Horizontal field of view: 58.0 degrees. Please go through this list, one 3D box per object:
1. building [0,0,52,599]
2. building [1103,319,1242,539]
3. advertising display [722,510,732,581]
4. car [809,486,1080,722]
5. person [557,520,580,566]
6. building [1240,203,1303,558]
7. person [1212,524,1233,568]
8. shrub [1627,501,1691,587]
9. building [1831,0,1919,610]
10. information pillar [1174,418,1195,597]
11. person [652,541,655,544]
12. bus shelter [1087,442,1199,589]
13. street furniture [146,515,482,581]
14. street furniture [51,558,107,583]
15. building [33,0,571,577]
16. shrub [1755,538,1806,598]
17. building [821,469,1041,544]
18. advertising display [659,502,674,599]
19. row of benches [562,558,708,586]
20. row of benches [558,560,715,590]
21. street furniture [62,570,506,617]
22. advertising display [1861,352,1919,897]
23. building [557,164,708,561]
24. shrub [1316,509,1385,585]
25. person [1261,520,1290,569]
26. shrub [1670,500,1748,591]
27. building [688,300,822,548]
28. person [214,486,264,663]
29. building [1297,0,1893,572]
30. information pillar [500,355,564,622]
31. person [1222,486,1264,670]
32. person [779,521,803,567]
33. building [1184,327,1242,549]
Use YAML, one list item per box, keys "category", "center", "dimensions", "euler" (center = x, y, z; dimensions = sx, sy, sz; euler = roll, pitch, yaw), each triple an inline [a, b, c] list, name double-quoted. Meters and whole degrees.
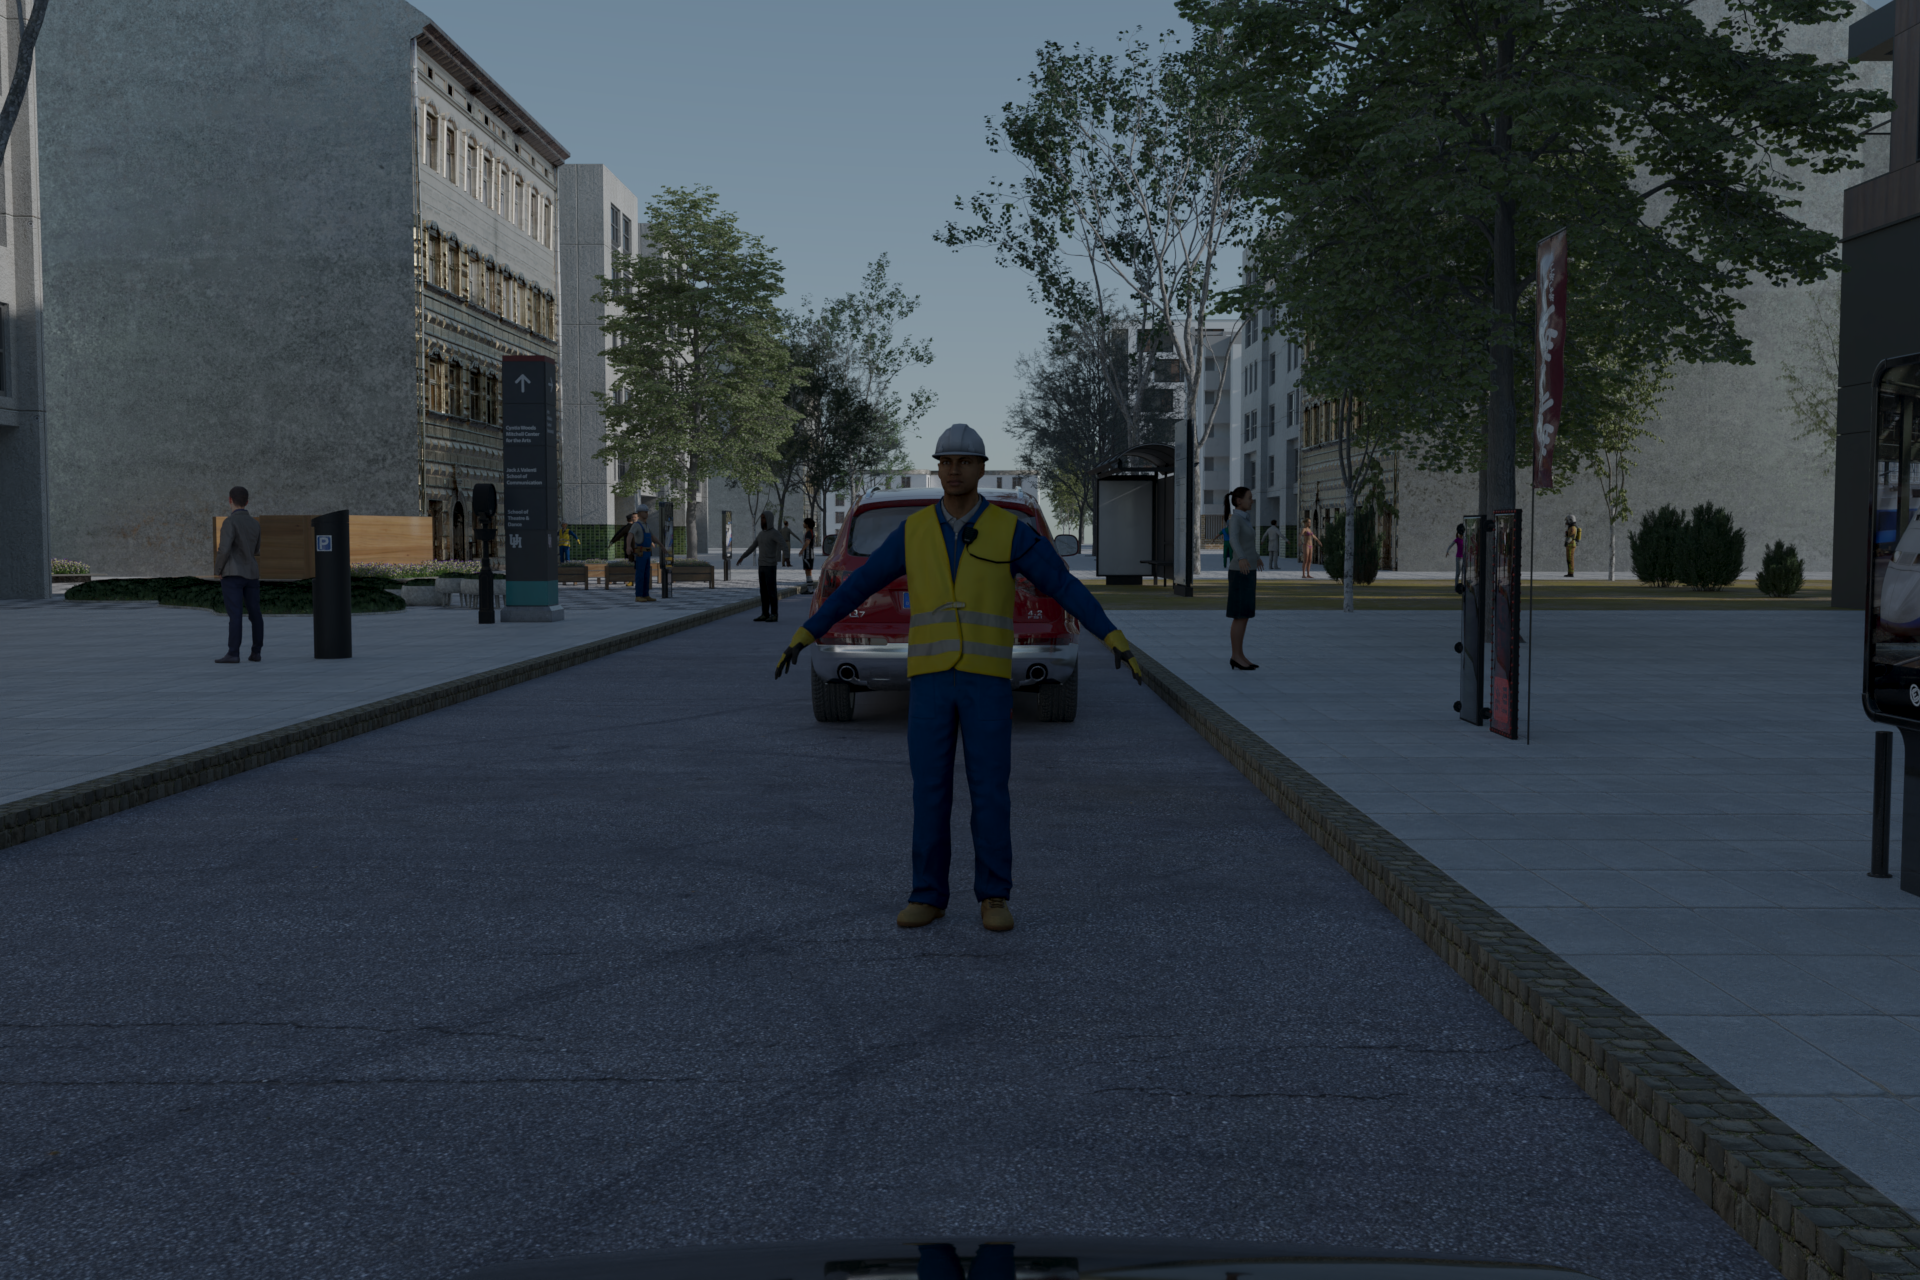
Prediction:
- category: "building"
  center: [-26.520, -9.294, 18.416]
  dimensions: [16.747, 18.905, 31.486]
  euler: [0, 4, 0]
- category: "building"
  center: [28.618, -20.629, 181.266]
  dimensions: [27.936, 21.610, 32.646]
  euler: [0, 4, 1]
- category: "advertising display"
  center: [-6.380, -2.582, 47.429]
  dimensions: [0.123, 1.923, 0.974]
  euler: [0, 4, 2]
- category: "car"
  center: [-0.093, -0.372, 14.748]
  dimensions: [2.281, 1.827, 5.304]
  euler: [0, 4, 1]
- category: "person"
  center: [-13.478, -3.207, 58.896]
  dimensions: [1.216, 1.772, 0.721]
  euler: [1, 4, 11]
- category: "building"
  center: [25.702, -13.856, 93.007]
  dimensions: [16.747, 18.905, 31.486]
  euler: [0, 4, 1]
- category: "person"
  center: [10.131, -3.616, 65.253]
  dimensions: [1.347, 1.817, 0.704]
  euler: [1, 4, 22]
- category: "shrub"
  center: [17.042, -2.316, 41.915]
  dimensions: [1.661, 2.075, 1.752]
  euler: [0, 3, 0]
- category: "building"
  center: [25.677, -10.370, 13.520]
  dimensions: [27.936, 21.610, 32.646]
  euler: [0, 4, 1]
- category: "information pillar"
  center: [4.659, -2.735, 36.031]
  dimensions: [0.184, 3.620, 1.656]
  euler: [0, 4, -1]
- category: "person"
  center: [-12.658, -3.879, 69.209]
  dimensions: [1.354, 1.856, 0.705]
  euler: [3, 5, 45]
- category: "bus shelter"
  center: [4.246, -2.884, 41.072]
  dimensions: [2.014, 3.302, 5.546]
  euler: [0, 4, -1]
- category: "street furniture"
  center: [-14.957, -2.261, 43.820]
  dimensions: [9.812, 1.723, 11.010]
  euler: [1, 4, 11]
- category: "street furniture"
  center: [-26.784, -2.472, 47.269]
  dimensions: [9.812, 1.723, 11.010]
  euler: [-3, 4, -39]
- category: "building"
  center: [-25.237, -14.015, 60.067]
  dimensions: [19.493, 23.208, 18.063]
  euler: [0, 4, 0]
- category: "shrub"
  center: [16.584, -1.461, 35.009]
  dimensions: [1.383, 1.207, 1.383]
  euler: [0, 3, 0]
- category: "building"
  center: [-3.772, -17.159, 225.150]
  dimensions: [28.070, 9.664, 9.099]
  euler: [0, 4, 6]
- category: "advertising display"
  center: [-5.891, -1.808, 34.781]
  dimensions: [0.123, 1.923, 0.974]
  euler: [0, 4, 1]
- category: "row of benches"
  center: [-8.275, -1.790, 44.733]
  dimensions: [4.104, 0.672, 1.422]
  euler: [-3, 5, -41]
- category: "row of benches"
  center: [-7.607, -1.510, 40.148]
  dimensions: [4.104, 0.672, 1.422]
  euler: [-1, 4, -14]
- category: "street furniture"
  center: [-12.176, -0.969, 31.465]
  dimensions: [5.734, 0.657, 10.072]
  euler: [-3, 5, -40]
- category: "advertising display"
  center: [3.439, -0.049, 6.008]
  dimensions: [0.123, 1.923, 0.974]
  euler: [0, 4, 1]
- category: "building"
  center: [-25.234, -14.213, 98.846]
  dimensions: [16.747, 18.905, 31.486]
  euler: [0, 4, 1]
- category: "shrub"
  center: [9.950, -2.427, 44.093]
  dimensions: [1.690, 2.028, 1.600]
  euler: [0, 3, 0]
- category: "person"
  center: [11.414, -3.468, 62.885]
  dimensions: [0.705, 1.806, 1.347]
  euler: [-3, 4, -38]
- category: "shrub"
  center: [16.822, -2.135, 38.944]
  dimensions: [1.661, 2.075, 1.752]
  euler: [0, 3, 0]
- category: "building"
  center: [-23.277, -20.427, 164.915]
  dimensions: [19.493, 23.208, 18.063]
  euler: [0, 3, 0]
- category: "person"
  center: [-7.330, -0.662, 17.405]
  dimensions: [0.750, 1.759, 0.617]
  euler: [2, 4, 35]
- category: "building"
  center: [24.176, -14.451, 67.196]
  dimensions: [19.493, 23.208, 18.063]
  euler: [0, 4, 1]
- category: "information pillar"
  center: [-6.299, -2.204, 25.420]
  dimensions: [0.750, 3.857, 0.750]
  euler: [0, 4, 1]
- category: "person"
  center: [2.749, -0.587, 16.422]
  dimensions: [0.721, 1.735, 1.217]
  euler: [1, 4, 16]
- category: "person"
  center: [-6.809, -3.778, 68.034]
  dimensions: [1.348, 1.796, 0.705]
  euler: [2, 4, 26]
- category: "building"
  center: [25.706, -18.477, 158.519]
  dimensions: [16.016, 20.090, 11.380]
  euler: [0, 4, 0]
